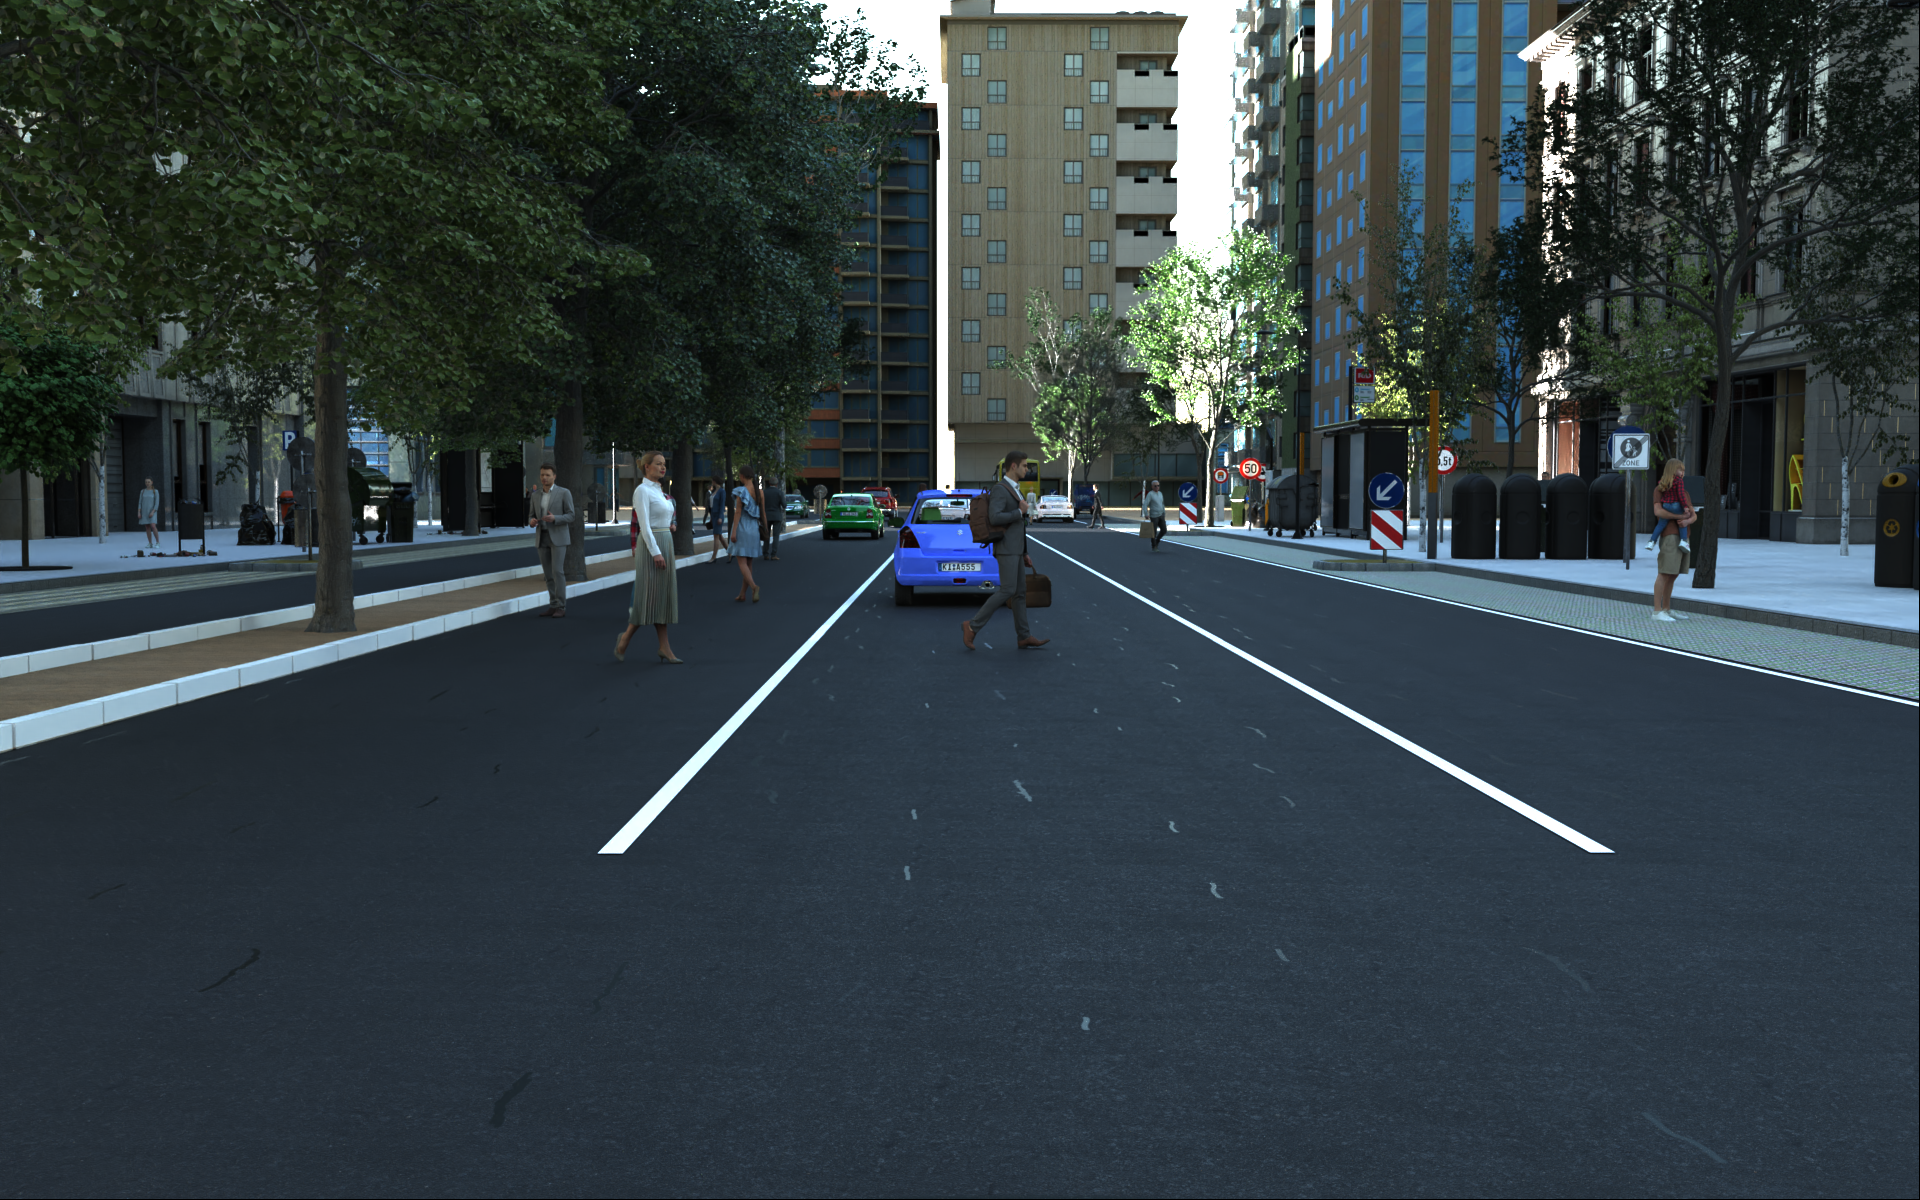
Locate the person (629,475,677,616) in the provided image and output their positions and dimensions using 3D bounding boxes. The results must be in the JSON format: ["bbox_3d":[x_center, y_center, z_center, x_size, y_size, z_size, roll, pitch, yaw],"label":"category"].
[{"bbox_3d":[-3.501,-0.638,19.770,0.563,1.720,0.643,-2,4,-30],"label":"person"}]

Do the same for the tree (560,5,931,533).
[{"bbox_3d":[-7.819,-12.567,63.821,12.611,20.169,13.585,0,3,0],"label":"tree"}]

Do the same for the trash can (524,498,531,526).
[{"bbox_3d":[-17.437,-3.509,69.023,0.748,1.137,0.748,0,3,0],"label":"trash can"}]

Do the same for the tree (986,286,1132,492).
[{"bbox_3d":[8.838,-18.568,159.471,12.611,20.169,13.585,0,3,0],"label":"tree"}]

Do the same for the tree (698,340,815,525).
[{"bbox_3d":[-6.498,-6.275,55.422,4.737,8.622,4.395,0,3,0],"label":"tree"}]

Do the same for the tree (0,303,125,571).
[{"bbox_3d":[-15.974,-2.788,29.298,4.285,4.588,4.351,0,3,0],"label":"tree"}]

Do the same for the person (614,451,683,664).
[{"bbox_3d":[-2.652,-0.363,14.658,0.641,1.798,0.478,2,4,24],"label":"person"}]

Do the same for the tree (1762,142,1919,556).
[{"bbox_3d":[18.420,-5.208,35.517,4.360,8.622,3.978,0,3,0],"label":"tree"}]

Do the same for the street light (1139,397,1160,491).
[{"bbox_3d":[9.016,-6.770,83.232,1.470,5.913,1.316,0,4,0],"label":"street light"}]

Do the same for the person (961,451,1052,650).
[{"bbox_3d":[0.431,-0.463,16.032,0.822,1.834,0.622,0,4,5],"label":"person"}]

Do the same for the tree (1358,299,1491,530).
[{"bbox_3d":[17.344,-6.864,62.586,4.737,8.622,4.395,0,3,0],"label":"tree"}]

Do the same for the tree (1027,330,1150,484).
[{"bbox_3d":[9.437,-13.347,128.590,12.009,13.543,11.850,0,3,0],"label":"tree"}]

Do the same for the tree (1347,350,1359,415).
[{"bbox_3d":[17.587,-7.236,68.670,4.737,8.622,4.395,0,3,0],"label":"tree"}]

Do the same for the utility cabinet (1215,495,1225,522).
[{"bbox_3d":[12.156,-4.278,81.110,0.306,1.237,1.020,0,4,0],"label":"utility cabinet"}]

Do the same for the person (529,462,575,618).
[{"bbox_3d":[-4.817,-0.704,20.206,0.606,1.804,0.583,1,4,14],"label":"person"}]

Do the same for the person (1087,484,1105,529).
[{"bbox_3d":[5.655,-3.896,71.973,0.755,1.850,0.659,1,4,14],"label":"person"}]

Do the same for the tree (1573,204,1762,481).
[{"bbox_3d":[18.158,-5.733,44.092,4.737,8.622,4.395,0,3,0],"label":"tree"}]

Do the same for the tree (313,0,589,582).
[{"bbox_3d":[-6.490,-7.283,28.185,9.857,13.997,8.962,0,3,0],"label":"tree"}]

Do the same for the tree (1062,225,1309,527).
[{"bbox_3d":[9.795,-8.621,66.705,9.928,11.665,9.643,0,3,0],"label":"tree"}]

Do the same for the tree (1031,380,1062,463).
[{"bbox_3d":[9.520,-13.482,146.186,9.928,11.665,9.643,0,3,0],"label":"tree"}]

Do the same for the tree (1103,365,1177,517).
[{"bbox_3d":[10.050,-8.860,95.229,4.360,8.622,3.978,0,3,0],"label":"tree"}]

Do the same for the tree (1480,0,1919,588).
[{"bbox_3d":[10.435,-5.427,23.136,7.601,10.594,8.767,2,4,31],"label":"tree"}]

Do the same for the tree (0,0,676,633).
[{"bbox_3d":[-6.602,-5.959,18.022,7.486,12.596,7.792,0,3,0],"label":"tree"}]

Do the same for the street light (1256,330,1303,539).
[{"bbox_3d":[9.100,-4.696,49.325,1.470,5.913,1.316,0,4,0],"label":"street light"}]

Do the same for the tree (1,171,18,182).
[{"bbox_3d":[-20.609,-5.296,36.947,4.737,8.622,4.395,0,3,0],"label":"tree"}]

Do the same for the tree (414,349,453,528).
[{"bbox_3d":[-20.455,-6.989,64.630,4.360,8.622,3.978,0,3,0],"label":"tree"}]

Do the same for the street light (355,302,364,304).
[{"bbox_3d":[-14.333,-4.210,41.376,1.470,5.913,1.316,0,4,0],"label":"street light"}]

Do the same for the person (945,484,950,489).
[{"bbox_3d":[-0.564,-4.028,74.137,0.755,1.850,0.659,-2,4,-25],"label":"person"}]

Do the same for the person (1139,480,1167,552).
[{"bbox_3d":[4.750,-2.067,42.788,0.782,1.767,0.515,-3,5,-40],"label":"person"}]

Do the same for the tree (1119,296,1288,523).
[{"bbox_3d":[10.922,-8.739,77.293,8.767,10.594,7.601,2,4,34],"label":"tree"}]

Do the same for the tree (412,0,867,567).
[{"bbox_3d":[-6.558,-8.017,40.189,9.857,13.997,8.962,0,3,0],"label":"tree"}]

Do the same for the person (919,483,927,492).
[{"bbox_3d":[-1.164,-2.527,50.414,0.643,1.750,0.593,1,4,21],"label":"person"}]

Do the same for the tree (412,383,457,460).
[{"bbox_3d":[-23.103,-7.865,78.956,4.737,8.622,4.395,0,3,0],"label":"tree"}]

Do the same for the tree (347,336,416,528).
[{"bbox_3d":[-21.794,-6.686,59.687,4.360,8.622,3.978,0,3,0],"label":"tree"}]

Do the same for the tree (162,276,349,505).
[{"bbox_3d":[-22.643,-6.405,55.089,4.360,8.622,3.978,0,3,0],"label":"tree"}]

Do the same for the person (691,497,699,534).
[{"bbox_3d":[-9.627,-3.208,61.627,0.731,1.740,0.598,-3,4,-36],"label":"person"}]

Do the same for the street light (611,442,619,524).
[{"bbox_3d":[-14.365,-6.244,74.639,1.470,5.913,1.316,0,4,0],"label":"street light"}]

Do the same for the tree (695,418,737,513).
[{"bbox_3d":[-16.300,-10.235,117.710,4.360,8.622,3.978,0,3,0],"label":"tree"}]

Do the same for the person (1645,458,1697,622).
[{"bbox_3d":[7.999,-0.673,19.476,0.573,1.828,0.580,0,4,7],"label":"person"}]

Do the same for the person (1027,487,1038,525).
[{"bbox_3d":[3.261,-4.359,80.119,0.694,1.780,0.624,3,5,41],"label":"person"}]

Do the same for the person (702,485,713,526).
[{"bbox_3d":[-11.224,-4.257,77.877,0.755,1.850,0.659,0,4,0],"label":"person"}]

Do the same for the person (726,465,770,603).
[{"bbox_3d":[-2.772,-0.876,22.918,0.616,1.811,0.778,-2,4,-31],"label":"person"}]

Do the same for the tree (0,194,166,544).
[{"bbox_3d":[-22.510,-5.775,44.781,4.737,8.622,4.395,0,3,0],"label":"tree"}]

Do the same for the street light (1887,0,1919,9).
[{"bbox_3d":[9.303,-2.673,16.244,1.470,5.913,1.316,0,4,0],"label":"street light"}]

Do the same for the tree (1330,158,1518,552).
[{"bbox_3d":[10.205,-5.359,37.974,4.360,8.622,3.978,0,3,0],"label":"tree"}]

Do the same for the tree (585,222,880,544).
[{"bbox_3d":[-6.421,-6.865,49.105,8.767,10.594,7.601,0,4,0],"label":"tree"}]
